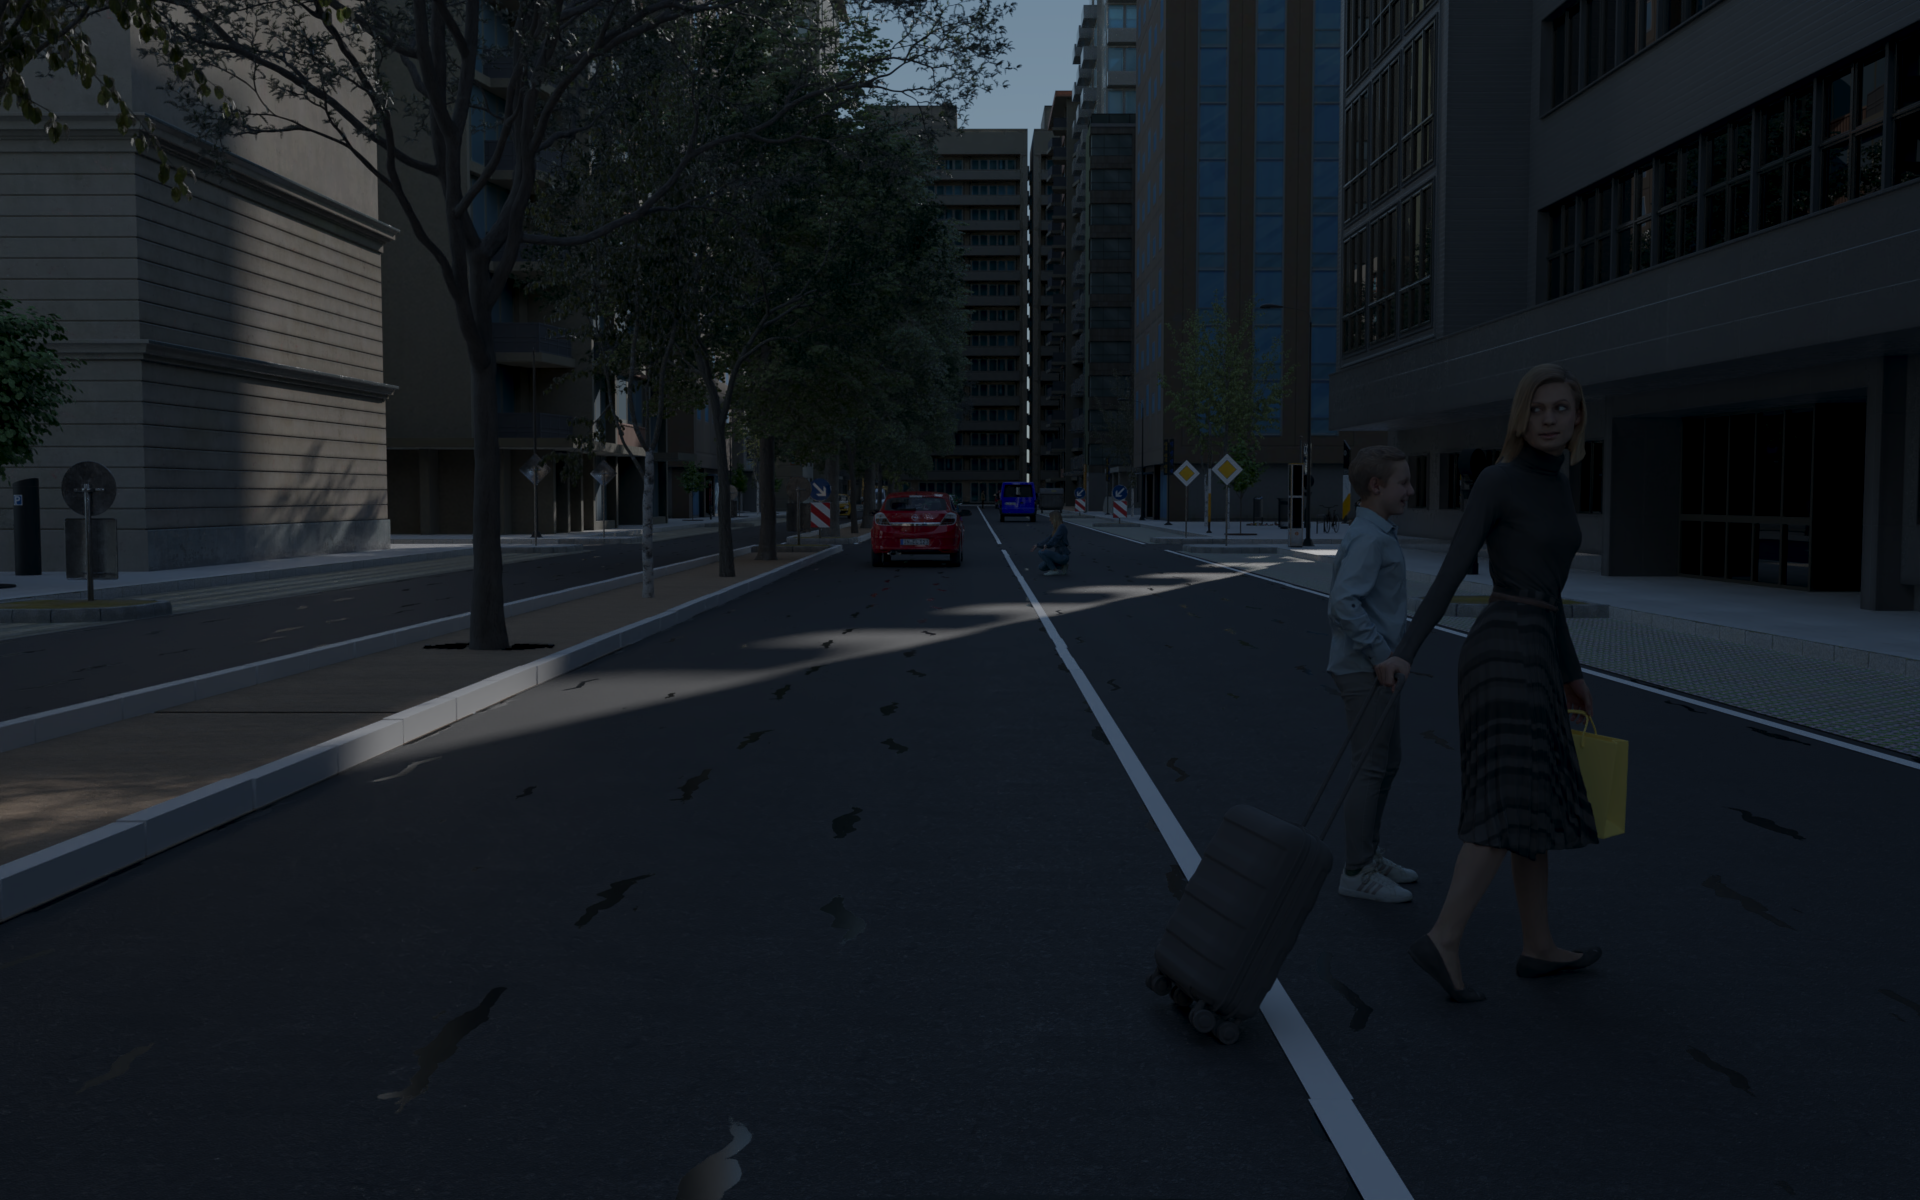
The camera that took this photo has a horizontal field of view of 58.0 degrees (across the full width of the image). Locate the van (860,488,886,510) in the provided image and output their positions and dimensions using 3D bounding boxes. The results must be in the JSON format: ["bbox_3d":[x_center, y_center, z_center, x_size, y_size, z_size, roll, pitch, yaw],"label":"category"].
[{"bbox_3d":[-5.854,-6.889,119.644,2.013,2.044,4.112,0,4,-1],"label":"van"}]

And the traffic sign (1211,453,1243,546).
[{"bbox_3d":[6.582,-2.393,42.762,0.795,2.450,0.064,0,4,0],"label":"traffic sign"}]

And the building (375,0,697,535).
[{"bbox_3d":[-22.468,-25.183,66.370,22.147,44.769,28.867,0,4,0],"label":"building"}]

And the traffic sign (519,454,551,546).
[{"bbox_3d":[-10.511,-2.400,42.882,0.795,2.450,0.064,0,4,0],"label":"traffic sign"}]

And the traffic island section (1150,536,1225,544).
[{"bbox_3d":[6.653,-1.746,50.824,2.009,0.180,2.903,0,4,0],"label":"traffic island section"}]

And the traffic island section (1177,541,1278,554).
[{"bbox_3d":[6.606,-1.257,42.839,2.009,0.180,2.903,0,4,0],"label":"traffic island section"}]

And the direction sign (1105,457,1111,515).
[{"bbox_3d":[9.153,-7.046,107.196,0.379,3.537,0.876,1,4,18],"label":"direction sign"}]

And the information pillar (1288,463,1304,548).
[{"bbox_3d":[8.054,-2.266,41.548,0.304,2.012,0.304,0,4,-3],"label":"information pillar"}]

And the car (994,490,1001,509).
[{"bbox_3d":[4.477,-9.965,171.597,2.281,1.827,5.304,0,4,1],"label":"car"}]

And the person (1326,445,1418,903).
[{"bbox_3d":[1.474,0.253,6.171,0.330,1.601,0.589,2,4,27],"label":"person"}]

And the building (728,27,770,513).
[{"bbox_3d":[-20.510,-26.572,118.048,14.154,41.232,14.086,0,4,0],"label":"building"}]

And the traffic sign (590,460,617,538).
[{"bbox_3d":[-10.464,-2.888,50.867,0.795,2.450,0.064,0,4,0],"label":"traffic sign"}]

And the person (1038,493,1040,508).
[{"bbox_3d":[7.531,-9.378,161.823,0.705,1.826,1.348,-2,4,-35],"label":"person"}]

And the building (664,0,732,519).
[{"bbox_3d":[-20.656,-27.261,95.822,14.600,45.320,14.200,0,4,0],"label":"building"}]

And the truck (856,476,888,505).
[{"bbox_3d":[-6.725,-9.050,143.889,3.469,3.379,9.791,0,4,0],"label":"truck"}]

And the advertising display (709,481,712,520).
[{"bbox_3d":[-12.520,-5.003,87.010,0.123,1.923,0.974,0,4,-6],"label":"advertising display"}]

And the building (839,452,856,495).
[{"bbox_3d":[-18.909,-31.288,195.150,14.086,41.232,14.154,0,4,0],"label":"building"}]

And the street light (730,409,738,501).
[{"bbox_3d":[-11.730,-7.342,92.582,1.470,5.913,1.316,0,4,0],"label":"street light"}]

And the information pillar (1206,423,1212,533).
[{"bbox_3d":[8.187,-4.003,56.802,0.183,3.616,0.504,0,4,7],"label":"information pillar"}]

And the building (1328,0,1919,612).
[{"bbox_3d":[15.831,-12.704,26.775,14.314,24.678,30.058,0,4,0],"label":"building"}]

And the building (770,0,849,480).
[{"bbox_3d":[-25.784,-35.388,167.829,28.713,52.752,27.495,0,4,0],"label":"building"}]

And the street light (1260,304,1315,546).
[{"bbox_3d":[8.011,-4.273,42.401,1.470,5.913,1.316,0,4,0],"label":"street light"}]

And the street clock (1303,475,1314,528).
[{"bbox_3d":[13.105,-3.715,65.306,0.358,2.002,0.471,-2,4,-33],"label":"street clock"}]

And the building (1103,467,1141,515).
[{"bbox_3d":[26.056,-25.734,112.630,32.217,40.220,23.993,0,4,0],"label":"building"}]

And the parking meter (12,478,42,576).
[{"bbox_3d":[-14.726,-1.158,27.338,0.372,1.533,0.369,0,3,0],"label":"parking meter"}]

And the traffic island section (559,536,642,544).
[{"bbox_3d":[-10.488,-1.752,50.929,2.009,0.180,2.903,0,4,0],"label":"traffic island section"}]

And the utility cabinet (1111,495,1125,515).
[{"bbox_3d":[9.450,-5.800,103.509,0.318,1.500,1.173,-1,4,-23],"label":"utility cabinet"}]

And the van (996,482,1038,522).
[{"bbox_3d":[3.004,-5.253,90.268,2.240,2.365,5.245,0,4,1],"label":"van"}]

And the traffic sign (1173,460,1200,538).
[{"bbox_3d":[6.629,-2.881,50.747,0.795,2.450,0.064,0,4,0],"label":"traffic sign"}]

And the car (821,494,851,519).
[{"bbox_3d":[-7.213,-5.619,102.094,2.015,1.641,3.980,0,4,-1],"label":"car"}]

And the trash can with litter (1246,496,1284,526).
[{"bbox_3d":[12.473,-3.632,70.448,2.233,1.210,1.678,-3,4,-38],"label":"trash can with litter"}]

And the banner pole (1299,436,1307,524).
[{"bbox_3d":[14.766,-5.154,74.284,0.863,3.779,0.401,-2,4,-34],"label":"banner pole"}]

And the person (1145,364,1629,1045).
[{"bbox_3d":[1.268,0.232,4.920,1.509,1.804,0.699,-1,4,-12],"label":"person"}]

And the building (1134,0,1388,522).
[{"bbox_3d":[16.269,-26.628,85.485,14.600,45.320,14.200,0,4,0],"label":"building"}]

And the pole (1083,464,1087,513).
[{"bbox_3d":[8.569,-7.628,118.560,0.158,3.312,0.155,0,3,0],"label":"pole"}]

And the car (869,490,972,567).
[{"bbox_3d":[-0.837,-1.626,35.633,2.155,1.783,4.494,0,4,1],"label":"car"}]

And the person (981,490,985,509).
[{"bbox_3d":[2.270,-9.814,169.055,0.705,1.812,1.348,0,4,-3],"label":"person"}]

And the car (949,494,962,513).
[{"bbox_3d":[-0.954,-4.363,83.132,2.131,1.459,4.920,0,4,0],"label":"car"}]

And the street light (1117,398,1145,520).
[{"bbox_3d":[8.337,-6.834,84.273,1.470,5.913,1.316,0,4,0],"label":"street light"}]

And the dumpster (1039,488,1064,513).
[{"bbox_3d":[6.785,-7.368,128.675,1.865,1.857,1.264,0,4,0],"label":"dumpster"}]

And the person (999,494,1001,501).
[{"bbox_3d":[2.801,-6.285,112.104,0.563,1.720,0.643,-1,4,-18],"label":"person"}]

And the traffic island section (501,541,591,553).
[{"bbox_3d":[-10.535,-1.264,42.944,2.009,0.180,2.903,0,4,0],"label":"traffic island section"}]

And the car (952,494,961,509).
[{"bbox_3d":[-0.973,-9.522,167.486,2.131,1.459,4.920,0,4,1],"label":"car"}]

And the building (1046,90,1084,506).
[{"bbox_3d":[20.622,-32.535,186.577,22.147,44.769,28.867,0,4,0],"label":"building"}]

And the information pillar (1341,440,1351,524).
[{"bbox_3d":[16.731,-5.113,74.945,0.183,3.616,0.504,-1,4,-20],"label":"information pillar"}]

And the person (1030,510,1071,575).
[{"bbox_3d":[1.594,-1.015,30.600,0.738,1.151,1.012,0,4,4],"label":"person"}]

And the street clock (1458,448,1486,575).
[{"bbox_3d":[8.133,-1.405,27.547,0.471,2.002,0.358,-3,5,-42],"label":"street clock"}]

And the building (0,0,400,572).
[{"bbox_3d":[-30.284,-13.189,34.728,34.723,24.649,14.460,0,4,0],"label":"building"}]

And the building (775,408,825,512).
[{"bbox_3d":[-25.246,-18.079,140.635,27.650,21.520,28.899,0,4,0],"label":"building"}]

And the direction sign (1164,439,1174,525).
[{"bbox_3d":[8.597,-4.855,71.379,0.379,3.537,0.876,-1,4,-20],"label":"direction sign"}]

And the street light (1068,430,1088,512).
[{"bbox_3d":[8.552,-9.365,125.664,1.470,5.913,1.316,0,4,0],"label":"street light"}]

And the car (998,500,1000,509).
[{"bbox_3d":[4.533,-9.207,162.332,2.131,1.459,4.920,0,4,-2],"label":"car"}]

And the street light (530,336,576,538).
[{"bbox_3d":[-11.939,-4.790,50.860,1.470,5.913,1.316,0,4,0],"label":"street light"}]

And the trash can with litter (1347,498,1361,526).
[{"bbox_3d":[16.055,-3.583,69.967,0.624,1.170,1.055,-2,4,-29],"label":"trash can with litter"}]
